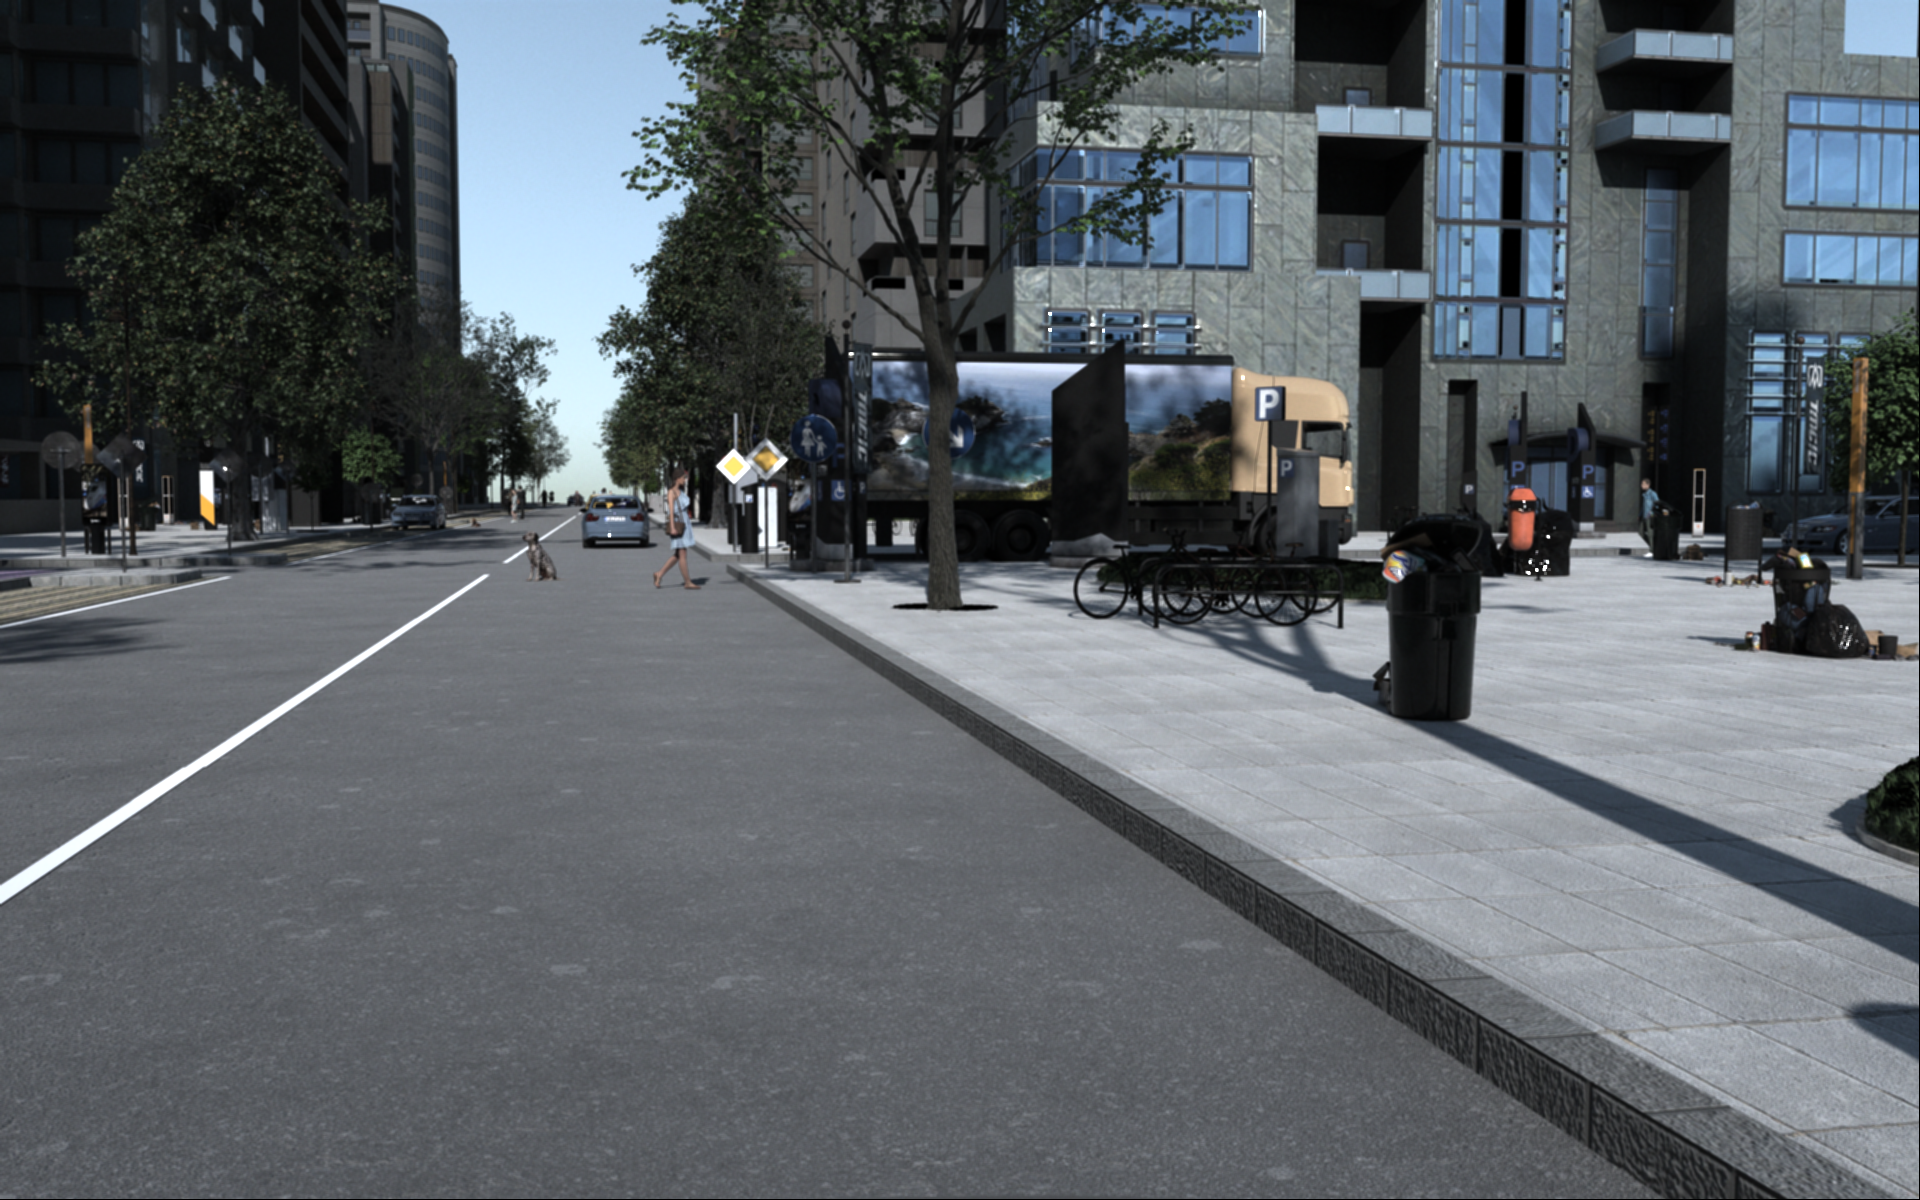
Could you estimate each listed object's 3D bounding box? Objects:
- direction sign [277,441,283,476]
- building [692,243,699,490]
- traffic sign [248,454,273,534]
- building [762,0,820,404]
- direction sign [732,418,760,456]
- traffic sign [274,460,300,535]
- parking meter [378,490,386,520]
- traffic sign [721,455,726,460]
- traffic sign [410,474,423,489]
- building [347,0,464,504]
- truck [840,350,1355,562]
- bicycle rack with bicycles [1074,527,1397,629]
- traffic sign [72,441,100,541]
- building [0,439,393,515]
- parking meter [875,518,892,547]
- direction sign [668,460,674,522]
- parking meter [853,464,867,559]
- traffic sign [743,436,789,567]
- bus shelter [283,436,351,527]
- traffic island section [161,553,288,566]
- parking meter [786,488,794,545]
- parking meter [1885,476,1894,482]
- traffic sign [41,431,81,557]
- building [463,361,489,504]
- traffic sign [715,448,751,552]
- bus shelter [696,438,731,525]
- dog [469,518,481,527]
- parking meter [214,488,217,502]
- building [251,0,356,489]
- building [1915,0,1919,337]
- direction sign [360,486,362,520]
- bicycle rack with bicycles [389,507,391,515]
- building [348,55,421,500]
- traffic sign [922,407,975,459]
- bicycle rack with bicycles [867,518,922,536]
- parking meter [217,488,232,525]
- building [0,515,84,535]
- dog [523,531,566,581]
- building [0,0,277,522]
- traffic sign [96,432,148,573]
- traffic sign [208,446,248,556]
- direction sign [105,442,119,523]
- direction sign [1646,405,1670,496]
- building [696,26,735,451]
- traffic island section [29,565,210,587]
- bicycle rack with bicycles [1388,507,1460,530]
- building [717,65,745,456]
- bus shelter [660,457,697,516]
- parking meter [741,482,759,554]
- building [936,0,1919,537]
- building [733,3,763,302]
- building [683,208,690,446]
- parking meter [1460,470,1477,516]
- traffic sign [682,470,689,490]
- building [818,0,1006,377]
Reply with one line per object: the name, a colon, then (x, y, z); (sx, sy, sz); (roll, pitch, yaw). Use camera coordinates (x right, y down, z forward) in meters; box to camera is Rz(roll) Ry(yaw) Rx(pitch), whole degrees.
direction sign: (-28.806, -5.035, 74.320); (0.876, 3.537, 0.379); (-1, 4, -9)
building: (-31.785, -34.527, 248.117); (14.154, 41.232, 14.086); (-1, 4, -11)
traffic sign: (-22.196, -3.355, 54.961); (0.768, 2.556, 0.104); (0, 4, -7)
building: (-7.996, -27.360, 130.925); (14.154, 41.232, 14.086); (-1, 4, -11)
direction sign: (-6.395, -3.657, 51.792); (0.876, 3.537, 0.379); (1, 4, 13)
traffic sign: (-21.301, -3.281, 54.836); (0.795, 2.450, 0.064); (-1, 4, -10)
parking meter: (-29.026, -4.805, 86.966); (0.372, 1.533, 0.369); (0, 3, 0)
traffic sign: (-7.208, -3.342, 54.753); (0.768, 2.556, 0.104); (0, 4, -7)
traffic sign: (-34.014, -6.626, 108.444); (0.768, 2.556, 0.104); (0, 4, -5)
building: (-72.171, -40.750, 208.269); (21.231, 58.520, 28.212); (-1, 4, -11)
truck: (3.085, -2.867, 35.796); (11.283, 4.237, 2.839); (-1, 4, -10)
bicycle rack with bicycles: (2.614, -0.254, 17.539); (2.925, 0.926, 2.852); (0, 4, 2)
traffic sign: (-20.858, -2.518, 41.280); (0.768, 2.556, 0.104); (0, 4, -6)
building: (-62.652, -27.217, 136.879); (32.217, 40.220, 23.993); (-1, 4, -11)
parking meter: (-1.875, -2.244, 42.408); (0.399, 1.863, 0.255); (-2, 4, -33)
direction sign: (-12.999, -5.260, 78.000); (0.379, 3.537, 0.876); (0, 4, 2)
parking meter: (-1.870, -1.558, 31.191); (0.255, 1.863, 0.399); (2, 4, 27)
traffic sign: (-3.383, -1.627, 30.237); (0.795, 2.450, 0.064); (-1, 4, -11)
bus shelter: (-26.078, -4.842, 70.451); (1.731, 3.624, 6.357); (-1, 4, -12)
traffic island section: (-15.231, -0.844, 36.076); (2.009, 0.180, 2.903); (-1, 4, -11)
parking meter: (-4.206, -2.155, 43.639); (0.372, 1.533, 0.369); (0, 3, 0)
parking meter: (29.071, -2.973, 54.325); (0.399, 1.863, 0.255); (-3, 5, -39)
traffic sign: (-18.201, -2.140, 35.092); (0.768, 2.556, 0.104); (-1, 4, -9)
building: (-80.031, -24.000, 237.439); (27.650, 21.520, 28.899); (-1, 4, -11)
traffic sign: (-4.968, -2.105, 38.064); (0.795, 2.450, 0.064); (-1, 4, -11)
bus shelter: (-10.754, -5.159, 75.625); (1.731, 3.624, 6.357); (-1, 4, -11)
dog: (-21.210, -3.390, 75.623); (0.550, 0.427, 0.748); (0, 4, -5)
parking meter: (-31.931, -4.037, 74.415); (0.372, 1.533, 0.369); (0, 3, 0)
building: (-53.280, -30.067, 115.302); (21.300, 48.544, 21.600); (-1, 4, -11)
building: (45.603, -23.172, 62.449); (14.086, 41.232, 14.154); (-1, 4, -11)
direction sign: (-29.364, -5.677, 84.812); (0.876, 3.537, 0.379); (-3, 4, -37)
bicycle rack with bicycles: (-32.145, -5.452, 102.527); (2.925, 0.926, 2.852); (-2, 4, -31)
building: (-57.341, -28.976, 157.356); (14.154, 41.232, 14.086); (-1, 4, -11)
traffic sign: (-0.166, -1.538, 25.255); (0.768, 2.556, 0.104); (0, 4, -3)
bicycle rack with bicycles: (-1.602, -2.451, 53.463); (2.852, 0.926, 2.925); (1, 4, 23)
parking meter: (-30.542, -3.896, 72.117); (0.372, 1.533, 0.369); (0, 3, 0)
building: (-46.470, -22.135, 53.784); (32.217, 40.220, 23.993); (-1, 4, -11)
dog: (-6.834, -0.728, 28.742); (0.800, 0.831, 0.513); (-1, 4, -13)
building: (-49.072, -28.715, 89.096); (23.786, 49.044, 30.456); (-1, 4, -11)
traffic sign: (-13.624, -1.501, 28.192); (0.795, 2.450, 0.064); (-1, 4, -11)
traffic sign: (-15.209, -1.980, 36.019); (0.795, 2.450, 0.064); (-1, 4, -11)
direction sign: (-37.120, -5.139, 76.021); (0.379, 3.537, 0.876); (1, 4, 23)
direction sign: (17.887, -3.209, 44.469); (0.379, 3.537, 0.876); (-1, 4, -13)
building: (-23.714, -41.915, 227.310); (21.231, 58.520, 28.212); (-1, 4, -11)
traffic island section: (-13.646, -0.365, 28.249); (2.009, 0.180, 2.903); (-1, 4, -11)
bicycle rack with bicycles: (12.787, -2.077, 47.345); (2.925, 0.926, 2.852); (-2, 4, -32)
building: (-16.819, -32.008, 173.438); (14.600, 45.320, 14.200); (-1, 4, -11)
bus shelter: (-15.882, -6.359, 97.889); (2.014, 3.302, 5.546); (-1, 4, -11)
parking meter: (-4.543, -1.773, 37.403); (0.372, 1.533, 0.369); (0, 3, 0)
building: (14.502, -45.755, 60.774); (31.000, 86.520, 22.319); (-1, 4, -11)
building: (-8.489, -30.494, 153.207); (22.147, 44.769, 28.867); (-1, 4, -11)
building: (-34.665, -37.484, 262.967); (14.600, 45.320, 14.200); (-1, 4, -11)
parking meter: (12.219, -2.198, 41.652); (0.399, 1.863, 0.255); (1, 4, 16)
traffic sign: (-14.365, -5.467, 89.490); (0.768, 2.556, 0.104); (-1, 4, -8)
building: (6.767, -31.179, 99.010); (28.713, 52.752, 27.495); (-1, 4, -11)
